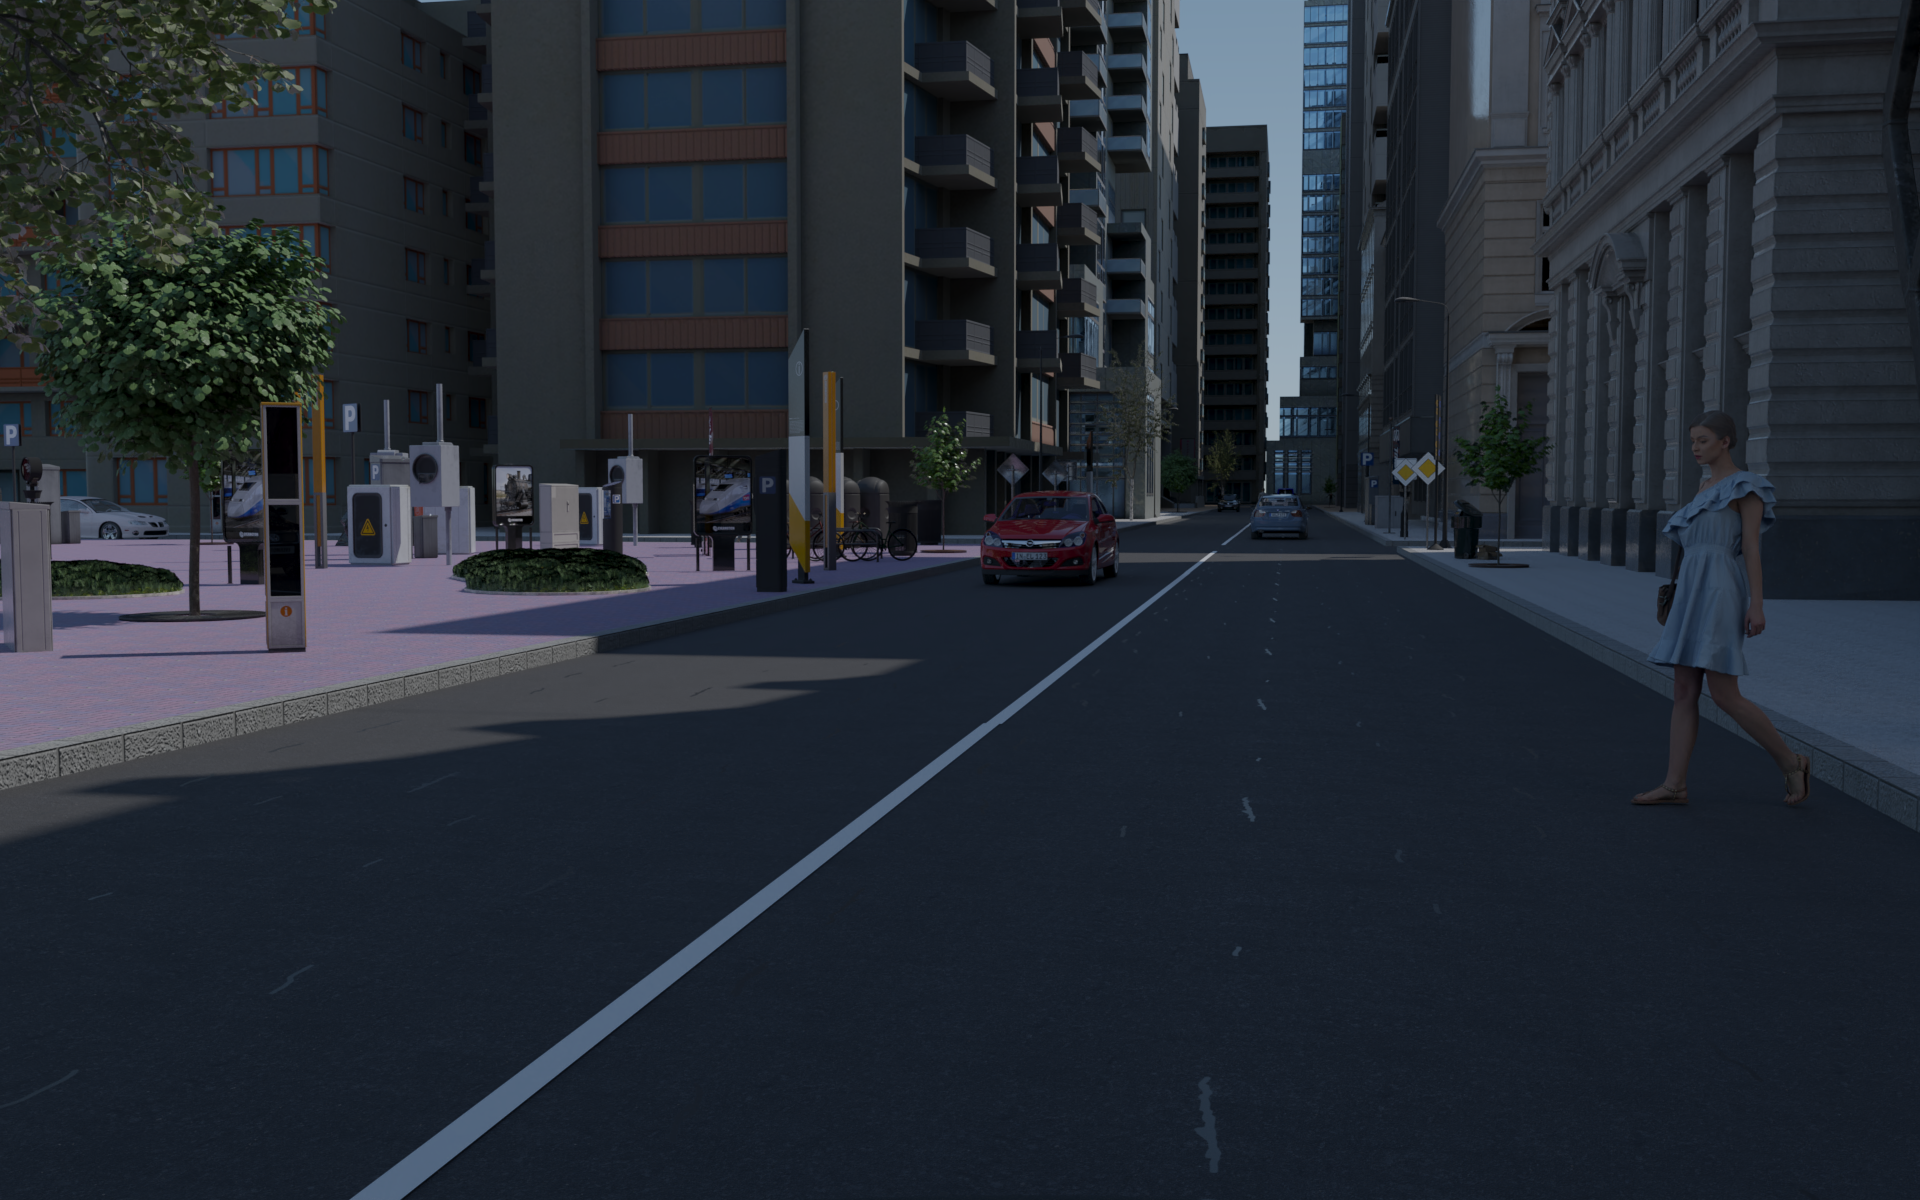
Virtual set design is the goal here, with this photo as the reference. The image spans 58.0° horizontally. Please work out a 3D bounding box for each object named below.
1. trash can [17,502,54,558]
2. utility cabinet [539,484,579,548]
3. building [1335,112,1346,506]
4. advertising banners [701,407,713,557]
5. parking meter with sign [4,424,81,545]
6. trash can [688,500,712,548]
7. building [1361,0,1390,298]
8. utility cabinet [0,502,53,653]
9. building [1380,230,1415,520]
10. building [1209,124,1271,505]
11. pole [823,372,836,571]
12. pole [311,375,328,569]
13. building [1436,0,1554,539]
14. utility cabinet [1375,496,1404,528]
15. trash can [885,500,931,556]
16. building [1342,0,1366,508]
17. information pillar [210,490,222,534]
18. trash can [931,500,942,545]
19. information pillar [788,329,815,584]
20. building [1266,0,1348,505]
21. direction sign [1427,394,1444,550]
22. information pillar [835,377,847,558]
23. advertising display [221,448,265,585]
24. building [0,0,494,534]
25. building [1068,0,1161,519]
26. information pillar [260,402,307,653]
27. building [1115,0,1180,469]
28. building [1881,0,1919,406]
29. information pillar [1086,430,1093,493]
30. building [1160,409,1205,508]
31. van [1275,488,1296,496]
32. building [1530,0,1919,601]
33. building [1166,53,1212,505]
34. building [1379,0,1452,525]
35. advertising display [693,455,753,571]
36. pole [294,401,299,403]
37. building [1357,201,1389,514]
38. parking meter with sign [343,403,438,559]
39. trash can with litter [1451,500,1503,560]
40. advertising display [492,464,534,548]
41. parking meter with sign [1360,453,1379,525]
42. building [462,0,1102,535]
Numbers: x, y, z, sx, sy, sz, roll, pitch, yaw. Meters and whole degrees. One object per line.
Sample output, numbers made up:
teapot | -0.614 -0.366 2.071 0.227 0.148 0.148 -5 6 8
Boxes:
trash can | -17.218 -1.254 32.156 0.748 1.137 0.748 0 3 0
utility cabinet | -8.574 -1.740 37.130 0.318 1.500 1.173 1 4 16
building | 48.039 -30.821 187.509 14.154 41.232 14.086 1 4 11
advertising banners | -5.248 -2.429 35.903 0.090 3.025 2.074 -1 4 -14
parking meter with sign | -23.244 -2.917 43.958 0.543 3.016 1.738 2 4 25
trash can | -6.158 -1.830 41.578 0.748 1.137 0.748 0 3 0
building | 46.137 -33.504 137.023 28.713 52.752 27.495 1 4 11
utility cabinet | -7.797 -0.202 14.468 0.306 1.237 1.020 -2 4 -33
building | 28.657 -14.034 94.076 10.561 19.102 19.286 1 4 11
building | 28.054 -36.398 218.812 21.600 48.544 21.300 1 4 11
pole | -2.187 -2.153 29.037 0.158 3.312 0.155 0 3 0
pole | -10.988 -2.193 29.702 0.158 3.312 0.155 0 3 0
building | 25.421 -16.323 52.783 20.117 28.700 13.634 1 4 11
utility cabinet | 16.069 -3.282 64.822 1.020 1.237 0.306 -1 4 -9
trash can | -1.189 -1.492 36.046 0.748 1.137 0.748 0 3 0
building | 47.391 -38.098 164.905 21.231 58.520 28.212 1 4 11
information pillar | -24.168 -3.164 56.226 0.304 2.012 0.304 -2 4 -34
trash can | -0.774 -1.956 43.642 0.748 1.137 0.748 0 3 0
information pillar | -2.297 -2.047 24.820 0.183 3.616 0.504 -2 4 -34
building | 53.988 -55.082 213.257 31.000 86.520 22.319 1 4 11
direction sign | 10.932 -2.919 39.723 0.379 3.537 0.876 1 4 22
information pillar | -2.542 -2.669 34.991 0.504 3.616 0.183 3 5 40
advertising display | -10.047 -1.182 24.532 0.974 1.923 0.123 2 4 24
building | -32.161 -13.869 71.791 28.899 21.520 27.650 1 4 11
building | 1.314 -48.313 102.584 22.319 86.520 31.000 1 4 11
information pillar | -5.498 -0.586 14.076 0.304 2.012 0.304 -2 4 -23
building | 3.536 -33.706 140.335 28.713 52.752 27.495 1 4 11
building | 15.385 -8.730 10.184 16.820 18.784 16.811 1 4 11
information pillar | 4.791 -4.439 63.938 0.183 3.616 0.504 -1 4 -15
building | 7.073 -29.018 166.318 32.217 40.220 23.993 1 4 11
van | 35.221 -11.199 187.489 2.240 2.365 5.245 1 4 10
building | 16.163 -12.213 28.562 11.050 23.489 19.941 1 4 11
building | 15.746 -34.639 190.048 21.600 48.544 21.300 1 4 11
building | 25.577 -17.058 72.399 14.314 27.812 24.014 1 4 11
advertising display | -3.950 -1.447 28.874 0.974 1.923 0.123 -1 4 -17
pole | -12.651 -2.397 33.027 0.158 3.312 0.155 0 3 0
building | 31.102 -16.115 112.630 9.793 20.994 18.267 1 4 11
parking meter with sign | -11.171 -2.314 34.092 0.543 3.016 1.738 3 5 42
trash can with litter | 10.200 -1.389 34.094 0.624 1.170 1.055 -3 4 -37
advertising display | -9.796 -2.004 37.986 0.123 1.923 0.974 3 5 44
parking meter with sign | 17.104 -4.632 71.999 0.543 3.016 1.738 0 4 -1
building | -6.347 -25.208 66.771 22.147 44.769 28.867 1 4 11
